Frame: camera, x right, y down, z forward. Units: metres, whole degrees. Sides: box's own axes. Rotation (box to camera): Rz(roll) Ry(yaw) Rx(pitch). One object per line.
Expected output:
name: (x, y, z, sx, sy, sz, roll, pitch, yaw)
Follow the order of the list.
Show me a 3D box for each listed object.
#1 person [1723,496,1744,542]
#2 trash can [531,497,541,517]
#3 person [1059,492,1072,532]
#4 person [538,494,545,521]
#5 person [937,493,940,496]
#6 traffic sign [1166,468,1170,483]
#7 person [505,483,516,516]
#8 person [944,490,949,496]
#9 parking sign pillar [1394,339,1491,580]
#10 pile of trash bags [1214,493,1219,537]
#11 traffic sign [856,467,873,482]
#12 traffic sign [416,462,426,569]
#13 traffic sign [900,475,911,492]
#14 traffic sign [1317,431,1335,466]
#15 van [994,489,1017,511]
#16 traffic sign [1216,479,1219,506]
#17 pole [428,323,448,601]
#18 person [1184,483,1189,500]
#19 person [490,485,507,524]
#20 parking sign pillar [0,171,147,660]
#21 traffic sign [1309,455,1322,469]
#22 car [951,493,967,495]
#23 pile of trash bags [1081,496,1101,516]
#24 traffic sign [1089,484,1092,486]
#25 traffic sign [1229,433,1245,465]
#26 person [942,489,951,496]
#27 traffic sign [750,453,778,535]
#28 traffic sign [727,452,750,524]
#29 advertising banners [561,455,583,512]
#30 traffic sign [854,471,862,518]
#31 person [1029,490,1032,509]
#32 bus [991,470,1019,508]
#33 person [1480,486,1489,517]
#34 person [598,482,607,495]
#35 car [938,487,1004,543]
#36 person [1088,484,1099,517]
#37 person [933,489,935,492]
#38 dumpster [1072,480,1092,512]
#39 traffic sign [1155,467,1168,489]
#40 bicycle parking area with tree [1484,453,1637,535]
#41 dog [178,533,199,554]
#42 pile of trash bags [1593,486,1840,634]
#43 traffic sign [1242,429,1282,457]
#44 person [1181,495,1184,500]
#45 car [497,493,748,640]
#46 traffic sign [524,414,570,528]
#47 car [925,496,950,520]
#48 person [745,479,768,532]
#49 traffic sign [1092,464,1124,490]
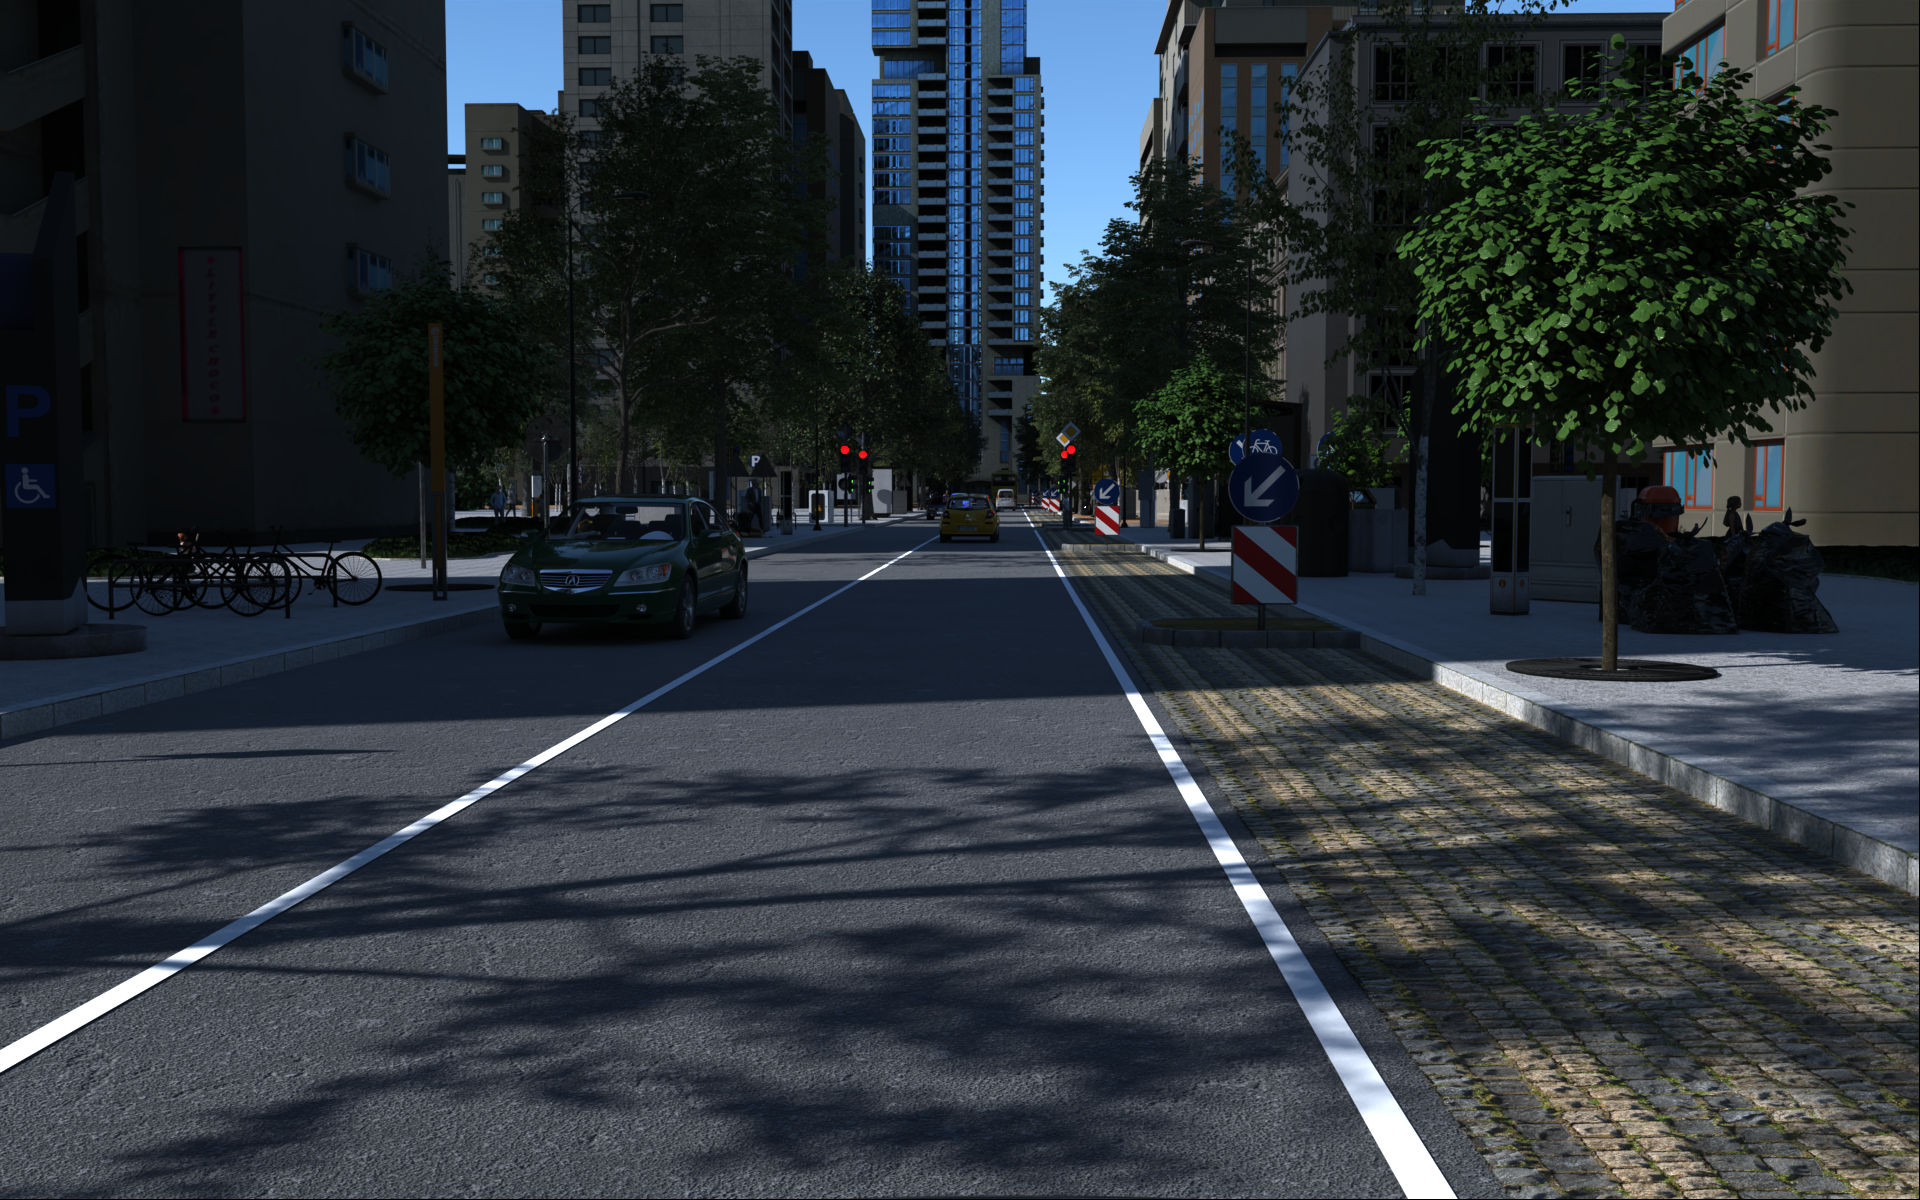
person: (12.011, -0.985, 26.823, 0.373, 1.253, 0.362, 3, 5, 41)
trash can: (-18.734, -4.008, 77.177, 0.748, 1.137, 0.748, 0, 3, 0)
person: (3.999, -3.304, 65.113, 0.523, 1.515, 0.503, -1, 4, -10)
person: (-15.041, -3.184, 62.379, 0.640, 1.303, 0.475, 0, 4, -4)
person: (-2.636, -11.006, 186.718, 1.217, 1.743, 0.721, 0, 4, 5)
traffic sign: (10.252, -5.222, 85.120, 0.795, 2.593, 0.064, 0, 4, 3)
person: (-21.629, -4.718, 83.372, 0.728, 1.800, 0.709, -3, 4, -36)
person: (-0.947, -6.631, 117.754, 0.563, 1.720, 0.643, -3, 5, -44)
parking sign pillar: (7.409, -2.324, 26.462, 1.447, 3.967, 1.447, -1, 4, -19)
pile of trash bags: (8.271, -2.678, 53.533, 1.912, 1.369, 3.447, 0, 4, 2)
traffic sign: (-4.321, -4.776, 78.187, 0.768, 2.556, 0.104, 0, 4, 5)
traffic sign: (-9.229, -1.811, 29.720, 0.768, 2.556, 0.104, 1, 4, 9)
traffic sign: (-3.692, -7.053, 115.320, 0.884, 2.594, 0.081, 0, 4, 7)
traffic sign: (7.589, -2.133, 34.989, 0.768, 2.556, 0.104, 1, 4, 10)
van: (3.876, -8.553, 146.855, 2.013, 2.044, 4.112, 0, 4, 1)
traffic sign: (9.702, -3.986, 65.269, 0.768, 2.556, 0.104, 0, 4, 4)
pole: (-6.276, -1.650, 20.823, 0.158, 3.312, 0.155, 0, 3, 0)
person: (11.965, -5.224, 91.325, 0.748, 1.841, 0.638, -1, 4, -14)
person: (-16.064, -3.208, 60.306, 0.589, 1.601, 0.330, 0, 4, -3)
parking sign pillar: (-7.391, -1.558, 13.939, 1.447, 3.967, 1.447, -1, 4, -19)
traffic sign: (9.217, -2.580, 44.318, 0.606, 2.300, 0.079, 0, 4, 5)
car: (-0.022, -6.766, 120.215, 1.945, 1.707, 3.694, 0, 4, 2)
pile of trash bags: (8.148, -5.715, 103.194, 1.912, 1.369, 3.447, 0, 4, 4)
traffic sign: (11.408, -9.030, 147.750, 0.768, 2.556, 0.104, 0, 4, 7)
traffic sign: (5.976, -2.198, 36.050, 0.768, 2.556, 0.104, 1, 4, 11)
person: (-1.479, -12.013, 202.476, 1.348, 1.821, 0.705, 0, 4, 7)
traffic sign: (-6.186, -3.339, 54.592, 0.884, 2.594, 0.081, 0, 4, 3)
traffic sign: (-6.936, -3.283, 53.677, 0.884, 2.594, 0.081, 0, 4, 4)
advertising banners: (-17.198, -4.935, 76.871, 0.090, 3.025, 2.074, 1, 4, 15)
traffic sign: (-5.373, -5.626, 92.085, 0.768, 2.556, 0.104, 1, 4, 9)
person: (6.606, -9.388, 161.995, 0.705, 1.824, 1.348, 0, 4, 3)
bus: (4.541, -11.238, 175.283, 2.896, 3.916, 12.252, 0, 4, 2)
person: (24.280, -4.555, 80.626, 0.679, 1.850, 0.850, 3, 4, 36)
person: (-13.994, -3.766, 68.166, 0.362, 1.759, 0.519, -3, 5, -44)
car: (0.313, -2.570, 52.247, 2.015, 1.641, 3.980, 0, 4, 3)
person: (7.362, -5.441, 95.100, 0.767, 1.812, 0.694, -3, 5, -41)
person: (-2.773, -10.732, 181.528, 0.705, 1.822, 1.348, 1, 4, 17)
dumpster: (8.465, -7.238, 120.843, 1.502, 2.255, 1.985, 0, 4, 2)
traffic sign: (9.542, -5.047, 82.620, 0.768, 2.556, 0.104, 0, 4, 8)
bicycle parking area with tree: (21.175, -4.006, 52.495, 9.016, 4.147, 8.231, -2, 4, -25)
dog: (-15.203, -1.059, 34.145, 0.540, 0.507, 0.406, 0, 4, -3)
pile of trash bags: (7.347, -0.467, 17.387, 1.912, 1.369, 3.447, 0, 4, 7)
traffic sign: (5.898, -2.066, 33.892, 0.768, 2.556, 0.104, 0, 4, 7)
person: (13.468, -5.723, 104.283, 0.373, 1.253, 0.362, 1, 4, 19)
car: (-3.485, -0.417, 18.622, 2.131, 1.459, 4.920, 0, 4, 4)
traffic sign: (-6.610, -1.688, 27.698, 0.768, 2.556, 0.104, 0, 4, 3)
car: (-0.898, -5.059, 95.296, 1.945, 1.354, 3.894, 0, 4, 3)
person: (-6.761, -3.120, 57.456, 0.834, 1.777, 0.661, 3, 5, 40)
traffic sign: (9.874, -7.413, 115.076, 2.265, 3.308, 0.079, 0, 4, 3)
